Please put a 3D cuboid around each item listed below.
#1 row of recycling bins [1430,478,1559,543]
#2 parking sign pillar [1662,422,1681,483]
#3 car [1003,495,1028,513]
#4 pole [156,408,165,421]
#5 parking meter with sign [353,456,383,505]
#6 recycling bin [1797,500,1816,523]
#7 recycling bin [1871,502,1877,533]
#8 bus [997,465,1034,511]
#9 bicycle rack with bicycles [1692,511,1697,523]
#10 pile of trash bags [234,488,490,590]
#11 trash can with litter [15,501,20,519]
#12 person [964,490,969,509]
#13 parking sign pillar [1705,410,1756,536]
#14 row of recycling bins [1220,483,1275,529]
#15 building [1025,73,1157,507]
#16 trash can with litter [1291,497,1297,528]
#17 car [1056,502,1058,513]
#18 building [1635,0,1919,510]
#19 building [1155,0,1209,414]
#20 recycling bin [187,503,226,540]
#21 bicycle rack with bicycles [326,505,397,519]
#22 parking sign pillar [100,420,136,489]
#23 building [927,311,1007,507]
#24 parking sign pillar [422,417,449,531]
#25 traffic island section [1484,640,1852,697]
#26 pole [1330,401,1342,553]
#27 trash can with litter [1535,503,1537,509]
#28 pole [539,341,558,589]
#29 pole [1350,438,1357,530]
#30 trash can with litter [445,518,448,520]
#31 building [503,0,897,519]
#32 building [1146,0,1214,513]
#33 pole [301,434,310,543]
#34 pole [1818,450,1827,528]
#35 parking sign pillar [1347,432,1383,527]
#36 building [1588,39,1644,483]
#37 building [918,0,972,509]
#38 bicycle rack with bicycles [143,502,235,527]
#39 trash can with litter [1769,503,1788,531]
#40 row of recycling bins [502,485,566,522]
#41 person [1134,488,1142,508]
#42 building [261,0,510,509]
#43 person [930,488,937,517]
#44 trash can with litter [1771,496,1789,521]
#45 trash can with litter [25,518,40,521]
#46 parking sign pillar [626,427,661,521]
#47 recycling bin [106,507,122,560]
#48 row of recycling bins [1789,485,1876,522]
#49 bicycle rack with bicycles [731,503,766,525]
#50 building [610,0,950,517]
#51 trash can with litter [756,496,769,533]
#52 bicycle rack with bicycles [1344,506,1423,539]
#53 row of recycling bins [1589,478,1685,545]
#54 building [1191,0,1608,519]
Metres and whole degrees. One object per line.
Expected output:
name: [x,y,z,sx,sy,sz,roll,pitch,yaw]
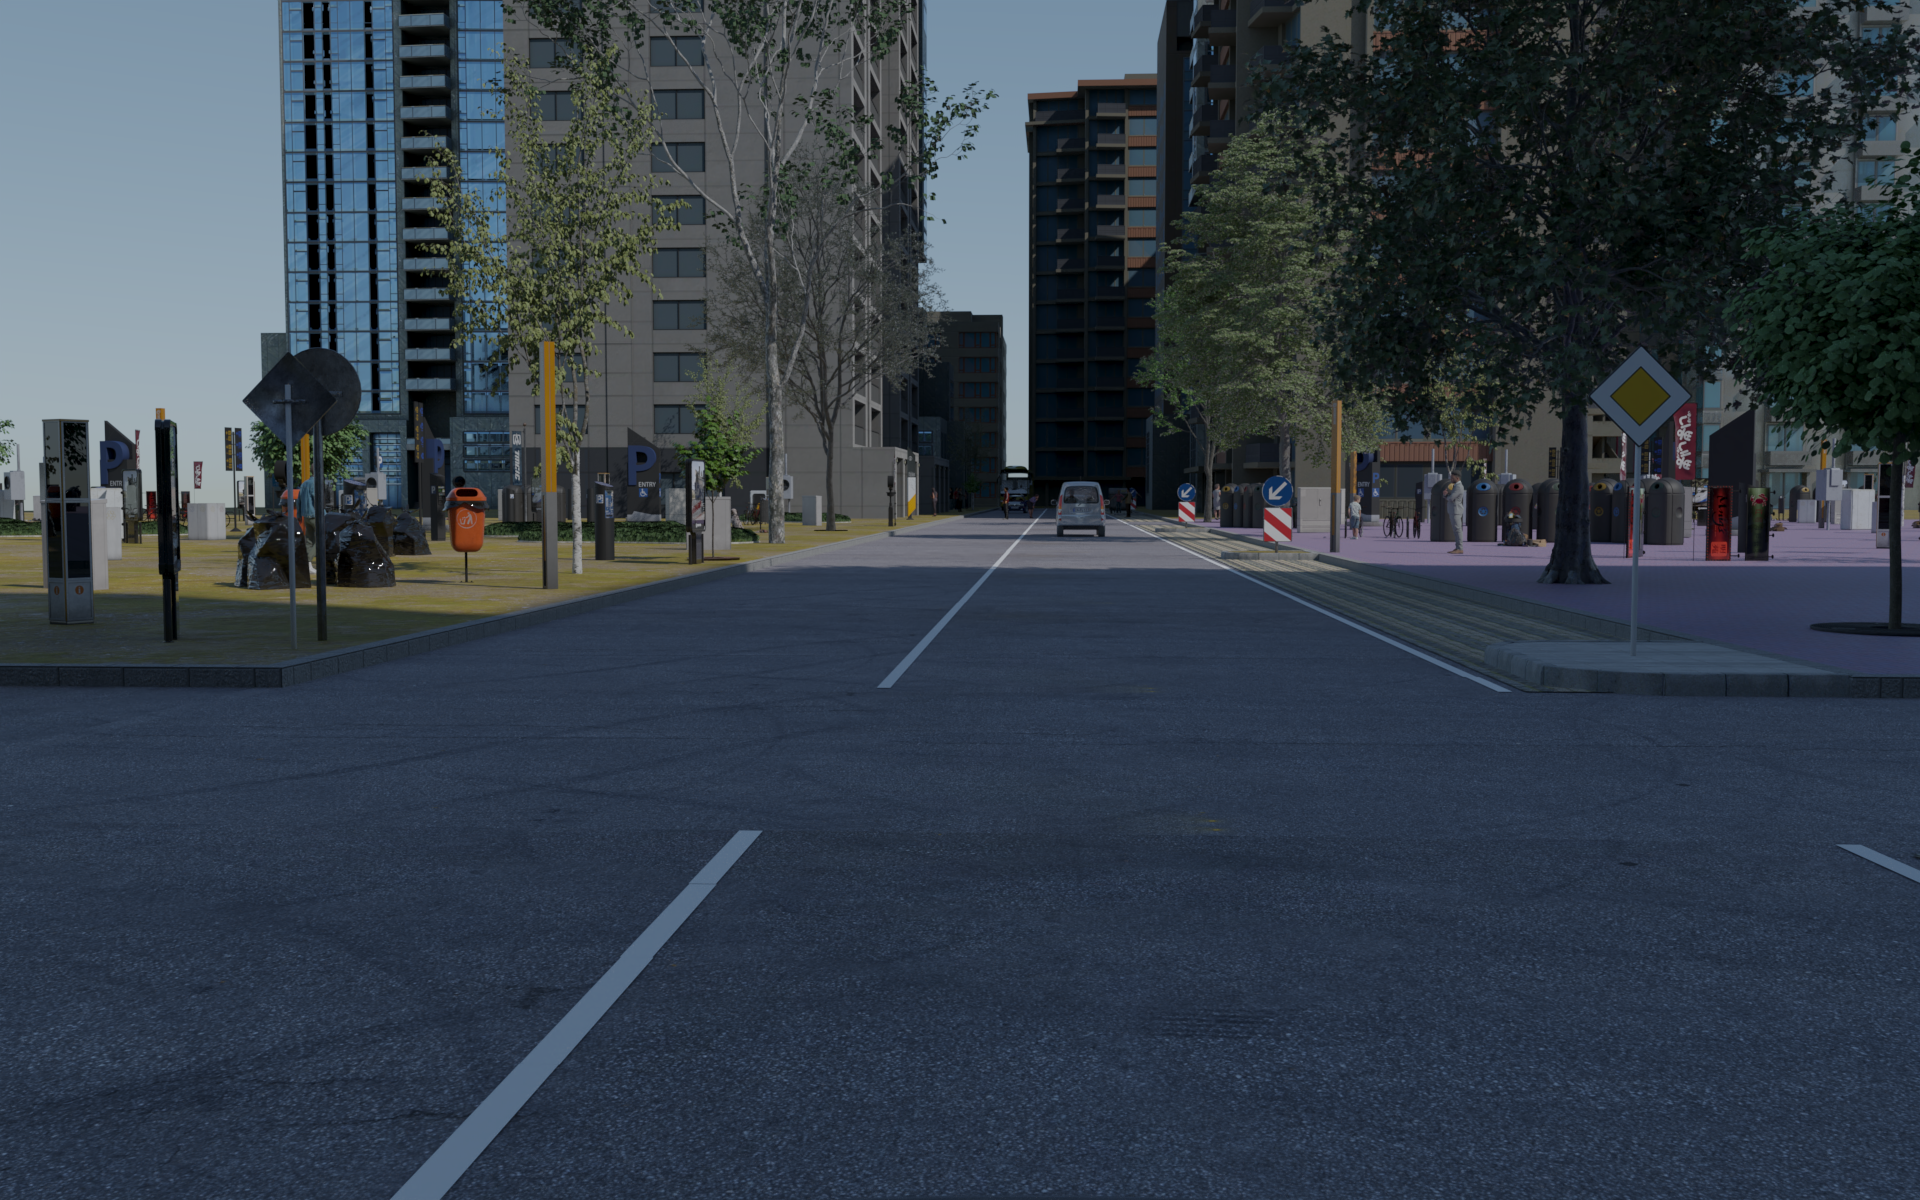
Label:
row of recycling bins: [14.378,-2.392,46.218,3.534,1.692,1.069,1,4,15]
parking sign pillar: [26.682,-4.681,65.014,1.447,3.967,1.447,1,4,12]
car: [4.193,-7.189,130.122,1.945,1.354,3.894,0,4,4]
pole: [-18.944,-2.892,41.126,0.158,3.312,0.155,0,3,0]
parking meter with sign: [-27.198,-5.049,78.820,1.738,3.016,0.543,0,4,7]
recycling bin: [37.254,-3.894,76.222,0.722,1.027,0.722,1,4,22]
recycling bin: [30.306,-2.701,56.710,0.722,1.027,0.722,3,4,37]
bus: [5.022,-9.857,152.703,2.896,3.916,12.252,0,4,4]
bicycle rack with bicycles: [33.648,-3.898,77.110,2.925,0.926,2.852,0,4,7]
pile of trash bags: [-8.410,-0.896,24.408,3.447,1.369,1.912,-1,4,-19]
trash can with litter: [-38.861,-3.614,70.469,1.055,1.170,0.624,0,4,-2]
person: [0.536,-8.737,150.355,0.415,1.643,0.593,0,4,-6]
parking sign pillar: [23.889,-3.983,53.593,1.447,3.967,1.447,3,4,36]
row of recycling bins: [10.997,-3.603,66.026,1.069,1.692,3.534,-1,4,-18]
building: [19.792,-32.340,183.382,28.867,44.769,22.147,0,4,3]
trash can with litter: [12.836,-3.241,64.373,1.055,1.170,0.624,3,4,38]
car: [5.664,-4.504,85.638,2.014,1.417,4.499,0,4,4]
building: [73.452,-32.314,147.946,30.456,49.044,23.786,0,4,3]
building: [24.877,-30.903,155.371,14.600,45.320,14.200,0,4,3]
recycling bin: [-21.033,-2.190,48.358,0.722,1.027,0.722,1,4,17]
bicycle rack with bicycles: [-20.028,-2.672,57.065,2.852,0.926,2.925,1,4,15]
parking sign pillar: [-30.704,-4.568,63.161,1.447,3.967,1.447,1,4,20]
building: [-9.799,-21.002,188.415,28.899,21.520,27.650,0,4,3]
parking sign pillar: [-18.672,-4.461,61.403,1.447,3.967,1.447,0,4,1]
traffic island section: [5.376,0.524,13.710,2.009,0.180,2.903,0,4,3]
pole: [8.231,-2.697,37.938,0.158,3.312,0.155,0,3,0]
trash can with litter: [20.062,-2.943,59.509,0.624,1.170,1.055,1,4,18]
pole: [-5.534,-1.802,23.298,0.158,3.312,0.155,0,3,0]
pole: [14.038,-4.157,61.817,0.158,3.312,0.155,0,3,0]
trash can with litter: [-25.184,-4.584,86.008,2.233,1.210,1.678,1,4,21]
building: [-12.952,-40.406,98.884,20.563,71.187,20.611,0,4,3]
building: [26.346,-50.077,131.433,22.319,86.520,31.000,0,4,3]
pole: [-16.397,-3.032,43.411,0.158,3.312,0.155,0,3,0]
pole: [32.222,-4.333,64.693,0.158,3.312,0.155,0,3,0]
parking sign pillar: [16.103,-4.918,68.874,1.447,3.967,1.447,-2,4,-28]
building: [47.142,-32.226,150.598,21.600,48.544,21.300,0,4,3]
building: [-15.013,-51.400,153.054,31.000,86.520,22.319,0,4,3]
bicycle rack with bicycles: [-28.859,-3.205,65.782,2.925,0.926,2.852,1,4,20]
trash can with litter: [27.848,-2.948,59.580,1.055,1.170,0.624,0,4,-4]
row of recycling bins: [-18.923,-4.286,77.184,1.069,1.692,3.534,2,4,31]
person: [16.287,-9.480,161.050,1.348,1.824,0.705,2,4,35]
building: [-46.073,-51.469,154.190,31.000,86.520,22.319,0,4,3]
person: [-1.511,-5.590,98.902,0.415,1.643,0.593,-1,4,-14]
trash can with litter: [39.501,-4.412,83.189,1.678,1.210,2.233,0,4,4]
trash can with litter: [-43.730,-4.381,82.679,2.233,1.210,1.678,2,4,28]
parking sign pillar: [-12.676,-4.952,69.436,1.447,3.967,1.447,0,4,-1]
recycling bin: [-16.737,-1.291,33.658,0.722,1.027,0.722,-2,4,-32]
row of recycling bins: [39.615,-4.377,78.676,3.534,1.692,1.069,1,4,19]
bicycle rack with bicycles: [-9.151,-3.623,72.620,2.852,0.926,2.925,1,4,18]
building: [-11.230,-41.674,119.628,20.563,71.187,20.611,0,4,3]
trash can with litter: [-6.801,-2.841,57.514,2.233,1.210,1.678,-2,4,-35]
bicycle rack with bicycles: [12.370,-2.292,50.850,2.852,0.926,2.925,1,4,15]
row of recycling bins: [17.573,-2.316,44.976,1.069,1.692,3.534,-1,4,-11]
building: [25.195,-27.393,102.498,22.147,44.769,28.867,0,4,3]
